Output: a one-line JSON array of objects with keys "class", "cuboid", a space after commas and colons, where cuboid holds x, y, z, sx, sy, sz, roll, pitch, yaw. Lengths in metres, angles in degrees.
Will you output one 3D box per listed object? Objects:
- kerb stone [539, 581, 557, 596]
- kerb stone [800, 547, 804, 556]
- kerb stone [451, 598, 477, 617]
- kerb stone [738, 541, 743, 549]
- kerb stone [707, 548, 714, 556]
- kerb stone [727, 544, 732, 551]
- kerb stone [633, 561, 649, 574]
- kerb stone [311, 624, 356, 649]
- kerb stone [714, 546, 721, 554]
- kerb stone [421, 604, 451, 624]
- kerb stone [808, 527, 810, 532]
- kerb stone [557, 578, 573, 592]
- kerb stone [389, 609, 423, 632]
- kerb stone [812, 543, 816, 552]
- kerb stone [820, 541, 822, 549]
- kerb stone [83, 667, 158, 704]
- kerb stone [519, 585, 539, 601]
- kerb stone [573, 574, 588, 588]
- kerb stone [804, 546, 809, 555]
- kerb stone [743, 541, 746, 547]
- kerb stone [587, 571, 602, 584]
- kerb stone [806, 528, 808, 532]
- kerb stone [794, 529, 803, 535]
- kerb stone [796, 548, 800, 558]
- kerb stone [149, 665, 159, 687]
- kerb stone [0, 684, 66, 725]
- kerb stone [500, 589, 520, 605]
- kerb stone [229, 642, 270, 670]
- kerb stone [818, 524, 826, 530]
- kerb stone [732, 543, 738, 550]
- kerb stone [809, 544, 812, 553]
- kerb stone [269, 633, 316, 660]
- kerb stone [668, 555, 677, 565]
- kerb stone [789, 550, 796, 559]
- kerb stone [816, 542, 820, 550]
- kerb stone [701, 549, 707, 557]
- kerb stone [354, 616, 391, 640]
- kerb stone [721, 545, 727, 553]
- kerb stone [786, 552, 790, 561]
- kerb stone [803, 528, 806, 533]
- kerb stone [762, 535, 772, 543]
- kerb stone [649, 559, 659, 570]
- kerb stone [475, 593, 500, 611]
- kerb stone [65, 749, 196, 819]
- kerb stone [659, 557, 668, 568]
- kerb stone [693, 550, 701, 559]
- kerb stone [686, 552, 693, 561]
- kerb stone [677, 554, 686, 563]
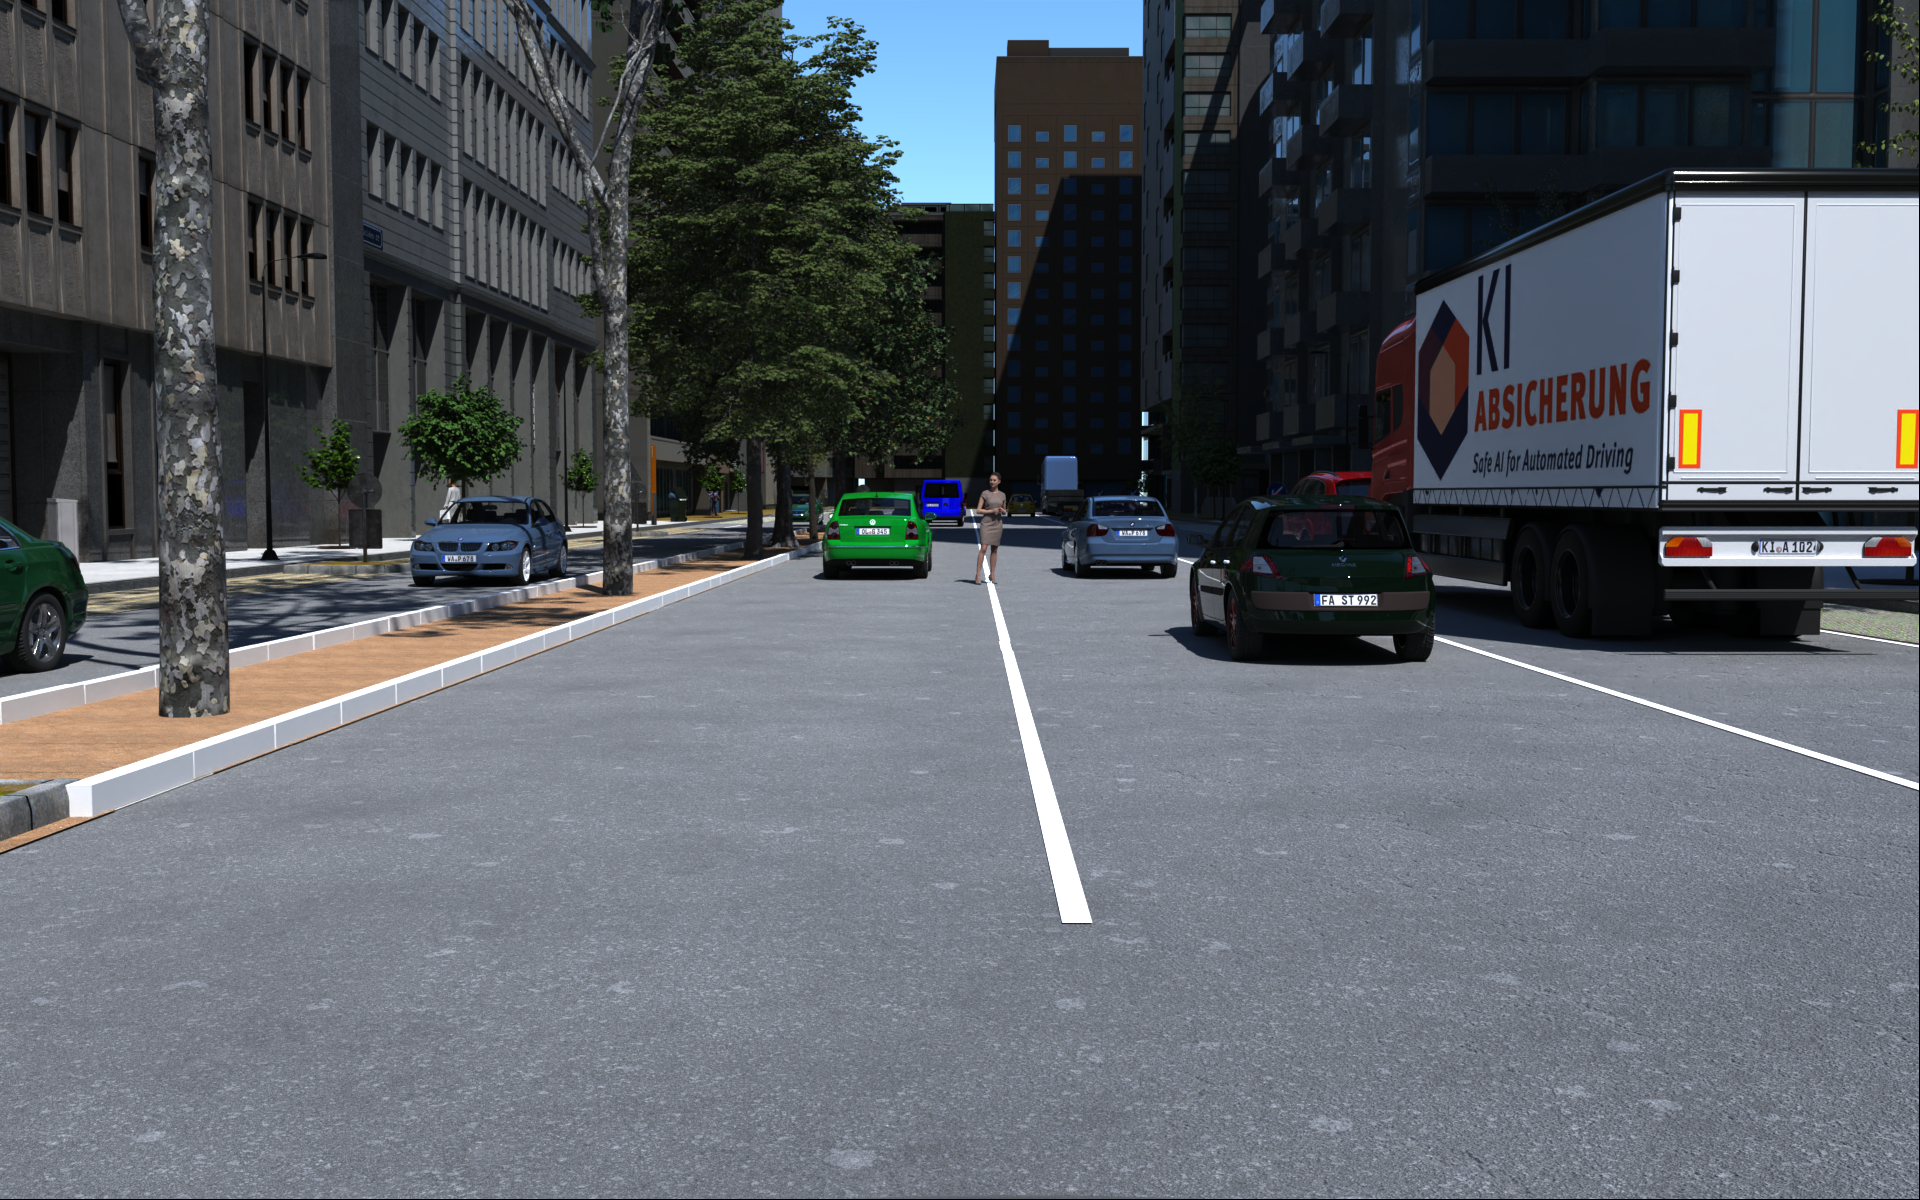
[{"class": "kerb stone", "cuboid": [-5.916, -0.142, 24.524, 0.120, 0.150, 1.000, 0, 4, 0]}, {"class": "kerb stone", "cuboid": [-3.752, -1.079, 39.919, 0.120, 0.150, 1.000, 0, 4, 0]}, {"class": "kerb stone", "cuboid": [-5.931, 0.116, 20.430, 0.120, 0.150, 1.000, 0, 4, 0]}, {"class": "kerb stone", "cuboid": [-5.837, -1.393, 45.022, 0.120, 0.150, 1.000, 0, 4, 0]}, {"class": "kerb stone", "cuboid": [-5.853, -1.075, 39.899, 0.120, 0.150, 1.000, 0, 4, 0]}, {"class": "kerb stone", "cuboid": [-5.840, -1.270, 42.973, 0.120, 0.150, 1.000, 0, 4, 0]}, {"class": "kerb stone", "cuboid": [-5.888, -0.581, 31.692, 0.120, 0.150, 1.000, 0, 4, 0]}, {"class": "kerb stone", "cuboid": [-5.950, 0.360, 16.312, 0.120, 0.150, 1.000, 0, 4, 0]}, {"class": "kerb stone", "cuboid": [-5.848, -1.145, 40.924, 0.120, 0.150, 1.000, 0, 4, 0]}, {"class": "kerb stone", "cuboid": [-5.936, 0.172, 19.391, 0.120, 0.150, 1.000, 0, 4, 0]}, {"class": "kerb stone", "cuboid": [-5.748, -2.587, 64.485, 0.120, 0.150, 1.000, 0, 4, 0]}, {"class": "kerb stone", "cuboid": [-5.916, -0.205, 25.546, 0.120, 0.150, 1.000, 0, 4, 0]}, {"class": "kerb stone", "cuboid": [-5.942, 0.234, 18.369, 0.120, 0.150, 1.000, 0, 4, 0]}, {"class": "kerb stone", "cuboid": [-3.740, -1.264, 42.997, 0.120, 0.150, 1.000, 0, 4, 0]}, {"class": "kerb stone", "cuboid": [-3.726, -1.398, 45.056, 0.120, 0.150, 1.000, 0, 4, 0]}, {"class": "kerb stone", "cuboid": [-5.973, 0.618, 12.214, 0.120, 0.150, 1.000, 0, 4, 0]}, {"class": "kerb stone", "cuboid": [-5.925, -0.080, 23.501, 0.120, 0.150, 1.000, 0, 4, 0]}, {"class": "kerb stone", "cuboid": [-5.914, -0.262, 26.569, 0.120, 0.150, 1.000, 0, 4, 0]}, {"class": "kerb stone", "cuboid": [-3.746, -1.146, 40.941, 0.120, 0.150, 1.000, 0, 4, 0]}, {"class": "kerb stone", "cuboid": [-5.829, -1.459, 46.044, 0.120, 0.150, 1.000, 0, 4, 0]}, {"class": "kerb stone", "cuboid": [-5.904, -0.330, 27.590, 0.120, 0.150, 1.000, 0, 4, 0]}, {"class": "kerb stone", "cuboid": [-5.759, -2.523, 63.462, 0.120, 0.150, 1.000, 0, 4, 0]}, {"class": "kerb stone", "cuboid": [-5.759, -2.399, 61.418, 0.120, 0.150, 1.000, 0, 4, 0]}, {"class": "kerb stone", "cuboid": [-3.749, -1.021, 38.896, 0.120, 0.150, 1.000, 0, 4, 0]}, {"class": "kerb stone", "cuboid": [-5.970, 0.548, 13.236, 0.120, 0.150, 1.000, 0, 4, 0]}, {"class": "kerb stone", "cuboid": [-5.973, 0.673, 11.188, 0.120, 0.150, 1.000, 0, 4, 0]}, {"class": "kerb stone", "cuboid": [-5.928, -0.017, 22.478, 0.120, 0.150, 1.000, 0, 4, 0]}, {"class": "kerb stone", "cuboid": [-5.963, 0.486, 14.265, 0.120, 0.150, 1.000, 0, 4, 0]}, {"class": "kerb stone", "cuboid": [-5.731, -3.026, 71.673, 0.120, 0.150, 1.000, 0, 4, 0]}, {"class": "kerb stone", "cuboid": [-5.838, -1.333, 43.996, 0.120, 0.150, 1.000, 0, 4, 0]}, {"class": "kerb stone", "cuboid": [-3.751, -1.209, 41.970, 0.120, 0.150, 1.000, 0, 4, 0]}, {"class": "kerb stone", "cuboid": [-5.961, 0.425, 15.290, 0.120, 0.150, 1.000, 0, 4, 0]}, {"class": "kerb stone", "cuboid": [-5.884, -0.764, 34.768, 0.120, 0.150, 1.000, 0, 4, 0]}, {"class": "kerb stone", "cuboid": [-3.756, -0.958, 37.868, 0.120, 0.150, 1.000, 0, 4, 0]}, {"class": "kerb stone", "cuboid": [-3.734, -1.334, 44.020, 0.120, 0.150, 1.000, 0, 4, 0]}, {"class": "kerb stone", "cuboid": [-5.863, -1.020, 38.876, 0.120, 0.150, 1.000, 0, 4, 0]}, {"class": "kerb stone", "cuboid": [-5.950, 0.299, 17.334, 0.120, 0.150, 1.000, 0, 4, 0]}, {"class": "kerb stone", "cuboid": [-5.845, -1.208, 41.948, 0.120, 0.150, 1.000, 0, 4, 0]}, {"class": "kerb stone", "cuboid": [-3.776, -0.895, 36.838, 0.120, 0.150, 1.000, 0, 4, 0]}, {"class": "kerb stone", "cuboid": [-5.763, -2.456, 62.440, 0.120, 0.150, 1.000, 0, 4, 0]}, {"class": "kerb stone", "cuboid": [-5.798, -1.836, 52.211, 0.120, 0.150, 1.000, 0, 4, 0]}, {"class": "kerb stone", "cuboid": [-5.885, -0.644, 32.719, 0.120, 0.150, 1.000, 0, 4, 0]}, {"class": "kerb stone", "cuboid": [-5.927, 0.045, 21.456, 0.120, 0.150, 1.000, 0, 4, 0]}, {"class": "kerb stone", "cuboid": [-3.881, 0.860, 8.129, 0.120, 0.150, 1.000, 0, 4, 0]}, {"class": "kerb stone", "cuboid": [-5.879, -0.706, 33.745, 0.120, 0.150, 1.000, 0, 4, 0]}, {"class": "kerb stone", "cuboid": [-5.862, -0.956, 37.844, 0.120, 0.150, 1.000, 0, 4, 0]}, {"class": "kerb stone", "cuboid": [-5.865, -0.894, 36.814, 0.120, 0.150, 1.000, 0, 4, 0]}, {"class": "kerb stone", "cuboid": [-5.866, -0.832, 35.792, 0.120, 0.150, 1.000, 0, 4, 0]}]
